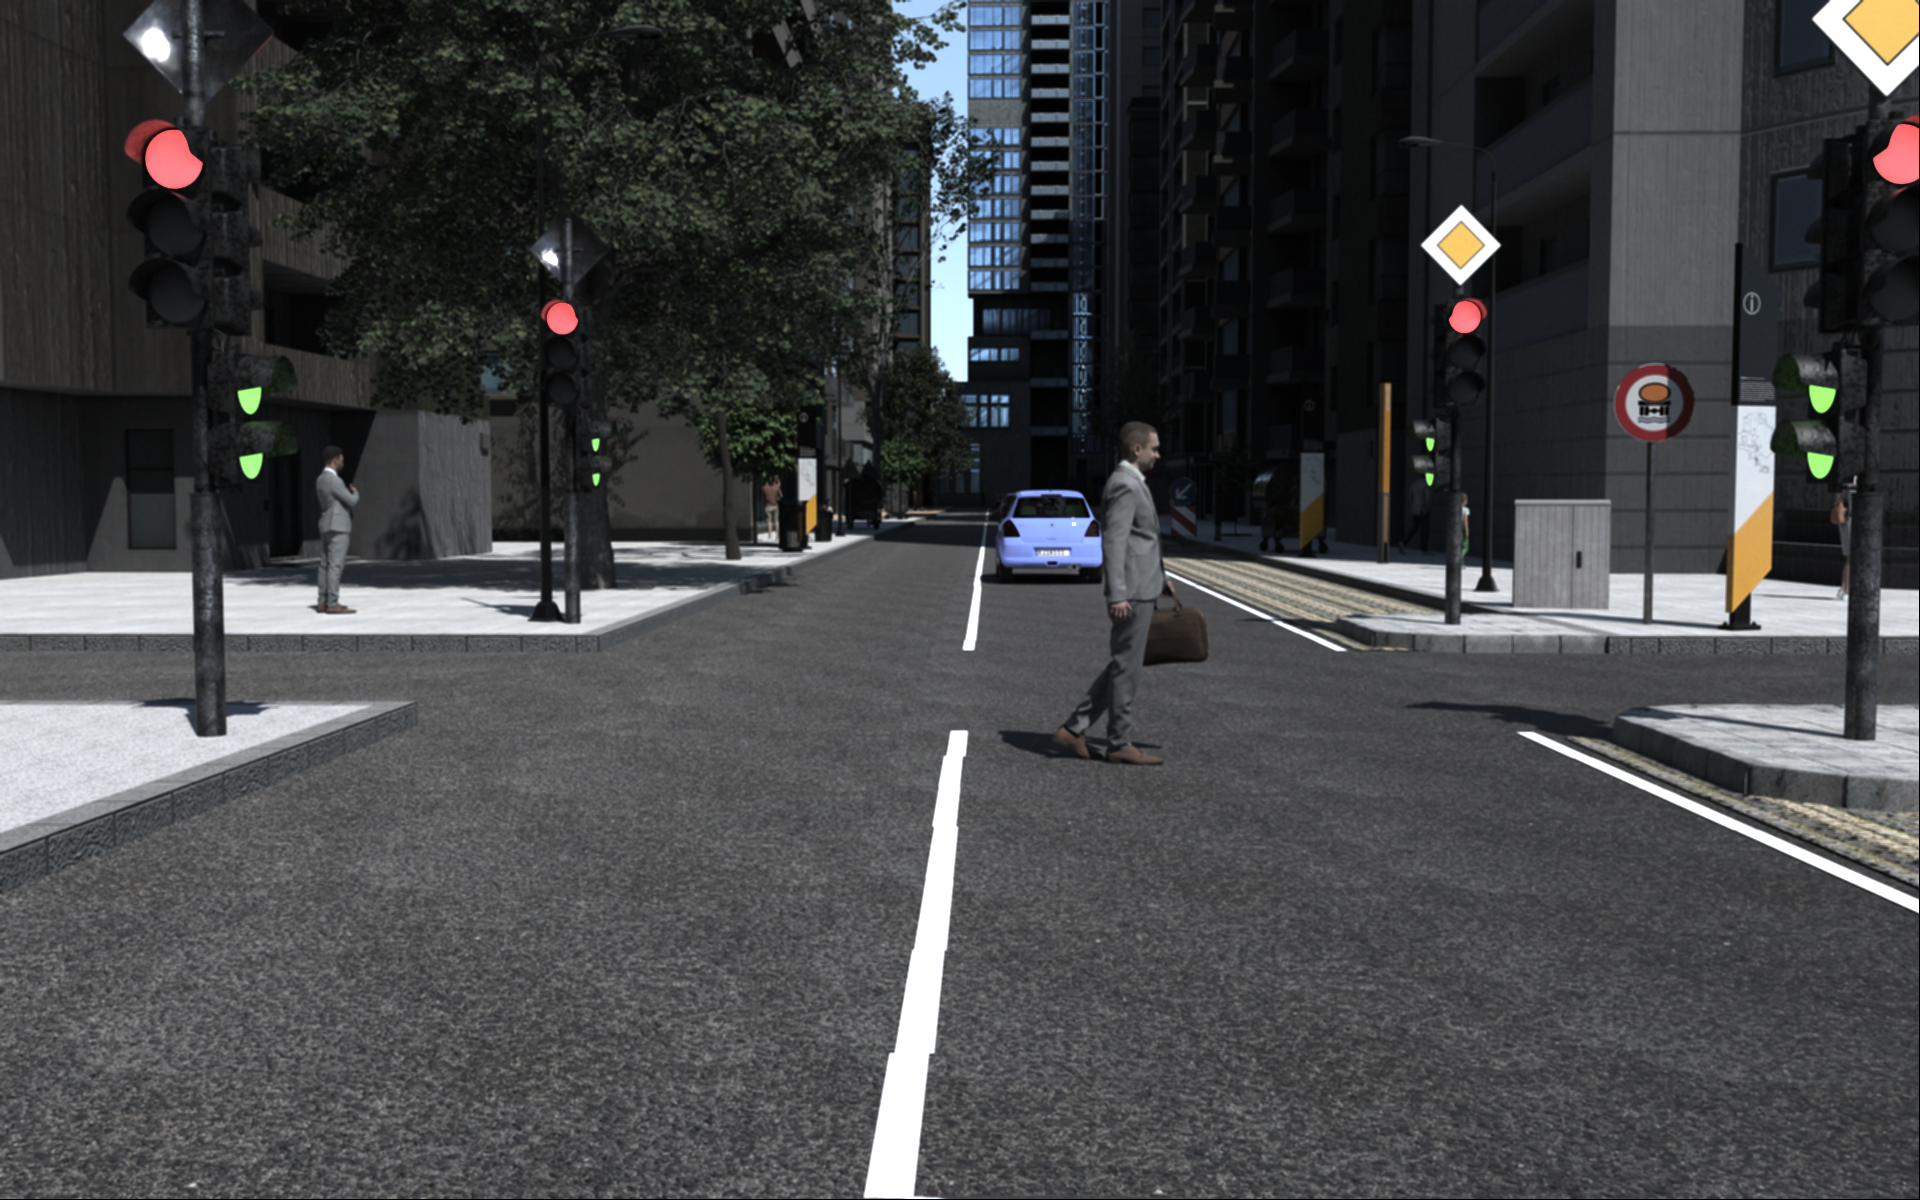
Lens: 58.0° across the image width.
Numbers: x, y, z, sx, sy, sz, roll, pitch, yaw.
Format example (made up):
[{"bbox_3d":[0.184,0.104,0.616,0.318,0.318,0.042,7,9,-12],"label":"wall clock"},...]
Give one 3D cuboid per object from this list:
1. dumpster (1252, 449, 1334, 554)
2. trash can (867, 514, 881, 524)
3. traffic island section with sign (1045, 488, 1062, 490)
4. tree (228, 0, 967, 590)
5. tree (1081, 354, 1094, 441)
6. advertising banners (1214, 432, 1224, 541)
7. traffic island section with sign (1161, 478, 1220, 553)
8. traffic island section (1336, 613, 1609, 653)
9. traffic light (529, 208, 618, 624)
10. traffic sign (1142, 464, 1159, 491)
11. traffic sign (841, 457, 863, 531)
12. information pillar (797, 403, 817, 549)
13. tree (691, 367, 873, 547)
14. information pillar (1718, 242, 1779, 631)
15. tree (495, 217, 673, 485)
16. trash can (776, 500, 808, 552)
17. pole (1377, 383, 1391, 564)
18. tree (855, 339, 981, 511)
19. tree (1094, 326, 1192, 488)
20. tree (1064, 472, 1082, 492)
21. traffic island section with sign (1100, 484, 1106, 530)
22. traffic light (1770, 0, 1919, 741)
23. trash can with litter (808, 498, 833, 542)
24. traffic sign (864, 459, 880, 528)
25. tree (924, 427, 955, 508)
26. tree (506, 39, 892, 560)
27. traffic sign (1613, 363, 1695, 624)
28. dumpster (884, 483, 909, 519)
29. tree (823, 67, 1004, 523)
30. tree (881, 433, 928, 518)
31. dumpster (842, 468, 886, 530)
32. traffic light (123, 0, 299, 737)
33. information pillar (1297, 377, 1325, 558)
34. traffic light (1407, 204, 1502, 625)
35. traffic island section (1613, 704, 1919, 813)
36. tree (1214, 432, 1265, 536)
[{"bbox_3d":[7.323,-2.179,38.122,1.502,2.255,1.985,0,4,1],"label":"dumpster"},{"bbox_3d":[-3.648,-3.780,73.457,0.748,1.137,0.748,0,3,0],"label":"trash can"},{"bbox_3d":[6.649,-6.738,118.797,1.989,1.847,2.006,0,4,1],"label":"traffic island section with sign"},{"bbox_3d":[-4.905,-7.126,23.169,9.857,13.997,8.962,0,3,0],"label":"tree"},{"bbox_3d":[7.956,-8.131,83.305,4.360,8.622,3.978,0,3,0],"label":"tree"},{"bbox_3d":[7.206,-3.170,48.015,0.090,3.025,2.074,1,4,14],"label":"advertising banners"},{"bbox_3d":[5.320,-2.086,42.735,1.989,1.847,2.006,0,4,1],"label":"traffic island section with sign"},{"bbox_3d":[4.874,0.319,17.058,2.009,0.180,2.903,0,4,1],"label":"traffic island section"},{"bbox_3d":[-3.826,-1.722,17.078,0.839,4.253,0.868,0,4,1],"label":"traffic light"},{"bbox_3d":[7.597,-4.252,69.620,0.768,2.556,0.104,0,4,3],"label":"traffic sign"},{"bbox_3d":[-3.857,-3.713,60.709,0.884,2.594,0.081,0,4,8],"label":"traffic sign"},{"bbox_3d":[-3.579,-2.994,40.313,0.504,3.616,0.183,-2,4,-35],"label":"information pillar"},{"bbox_3d":[-4.982,-3.607,42.689,4.285,4.588,4.351,0,3,0],"label":"tree"},{"bbox_3d":[7.450,-1.526,16.301,0.504,3.616,0.183,-1,4,-21],"label":"information pillar"},{"bbox_3d":[-9.424,-5.721,43.902,4.360,8.622,3.978,0,3,0],"label":"tree"},{"bbox_3d":[-3.706,-1.630,38.303,0.748,1.137,0.748,0,3,0],"label":"trash can"},{"bbox_3d":[7.817,-2.329,31.925,0.158,3.312,0.155,0,3,0],"label":"pole"},{"bbox_3d":[-3.036,-12.954,128.804,9.611,12.733,9.660,0,3,0],"label":"tree"},{"bbox_3d":[7.968,-7.637,75.220,4.360,8.622,3.978,0,3,0],"label":"tree"},{"bbox_3d":[10.124,-9.809,154.980,1.663,3.219,1.824,0,3,0],"label":"tree"},{"bbox_3d":[5.792,-3.734,69.686,1.989,1.847,2.006,0,4,1],"label":"traffic island section with sign"},{"bbox_3d":[4.696,-1.226,8.961,0.839,4.253,0.868,0,4,1],"label":"traffic light"},{"bbox_3d":[-3.922,-2.152,46.572,1.055,1.170,0.624,0,4,-2],"label":"trash can with litter"},{"bbox_3d":[-3.437,-3.980,65.084,0.884,2.594,0.081,1,4,9],"label":"traffic sign"},{"bbox_3d":[-2.368,-12.622,156.738,4.360,8.622,3.978,0,3,0],"label":"tree"},{"bbox_3d":[-4.751,-6.065,33.571,7.601,10.594,8.767,1,4,12],"label":"tree"},{"bbox_3d":[6.777,-1.033,16.992,0.768,2.556,0.104,0,4,6],"label":"traffic sign"},{"bbox_3d":[-3.258,-5.088,88.953,1.264,1.857,1.865,0,4,1],"label":"dumpster"},{"bbox_3d":[-4.917,-13.516,76.869,12.611,20.169,13.585,0,3,0],"label":"tree"},{"bbox_3d":[-3.367,-6.740,93.918,4.285,4.588,4.351,0,3,0],"label":"tree"},{"bbox_3d":[-3.514,-3.717,63.266,1.502,2.255,1.985,0,4,1],"label":"dumpster"},{"bbox_3d":[-3.965,-1.234,9.094,0.839,4.253,0.868,0,4,1],"label":"traffic light"},{"bbox_3d":[7.081,-2.662,34.877,0.504,3.616,0.183,-1,4,-11],"label":"information pillar"},{"bbox_3d":[4.834,-1.714,16.944,0.839,4.253,0.868,0,4,1],"label":"traffic light"},{"bbox_3d":[4.735,0.808,9.074,2.009,0.180,2.903,0,4,1],"label":"traffic island section"},{"bbox_3d":[8.365,-3.575,53.045,1.663,3.219,1.824,0,3,0],"label":"tree"}]
